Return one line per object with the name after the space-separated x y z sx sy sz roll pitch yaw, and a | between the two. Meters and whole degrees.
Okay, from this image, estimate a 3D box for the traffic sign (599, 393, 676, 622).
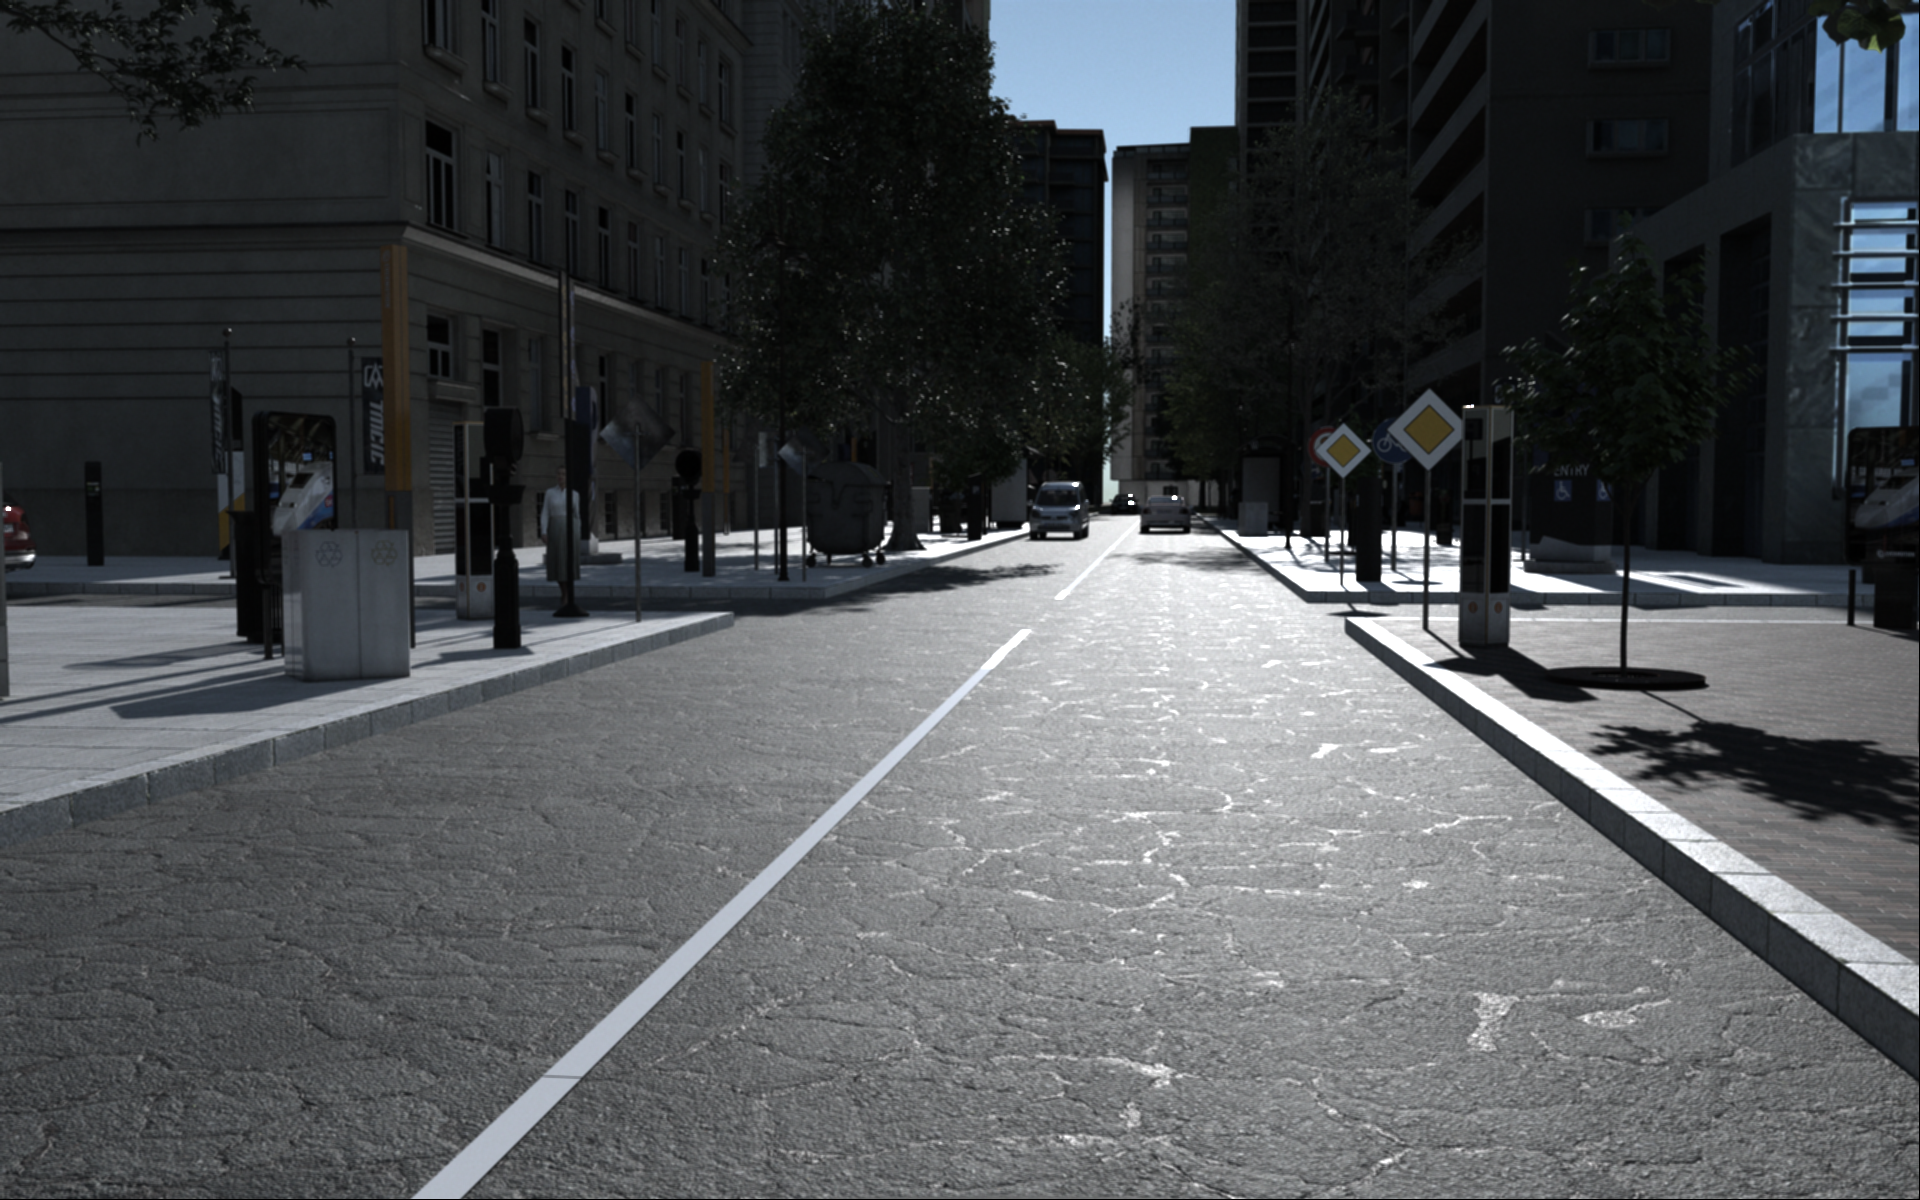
-3.221 -0.836 17.311 0.795 2.450 0.064 0 4 7 | traffic sign

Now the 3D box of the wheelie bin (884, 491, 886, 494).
-3.719 -4.218 76.876 0.693 1.594 0.980 -3 5 -41 | wheelie bin

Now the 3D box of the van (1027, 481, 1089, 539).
3.233 -3.002 56.096 2.013 2.044 4.112 1 4 9 | van

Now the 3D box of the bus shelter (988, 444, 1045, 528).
2.103 -4.520 67.833 2.014 3.302 5.546 0 4 7 | bus shelter

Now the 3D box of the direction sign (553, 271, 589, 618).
-4.083 -1.595 18.071 0.379 3.537 0.876 0 4 -4 | direction sign

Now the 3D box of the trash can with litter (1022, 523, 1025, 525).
2.252 -3.674 71.451 0.624 1.170 1.055 -3 5 -43 | trash can with litter

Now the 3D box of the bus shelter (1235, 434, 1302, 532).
10.760 -4.090 60.788 2.014 3.302 5.546 0 4 7 | bus shelter

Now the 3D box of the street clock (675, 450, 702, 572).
-4.432 -1.469 28.589 0.471 2.002 0.358 1 4 18 | street clock

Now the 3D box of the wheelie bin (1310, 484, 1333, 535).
11.149 -2.811 53.872 0.980 1.594 0.693 3 4 37 | wheelie bin

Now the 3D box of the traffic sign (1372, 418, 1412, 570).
7.287 -1.769 29.031 0.768 2.556 0.104 1 4 14 | traffic sign

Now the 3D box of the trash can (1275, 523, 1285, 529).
12.039 -3.229 64.442 0.748 1.137 0.748 0 3 0 | trash can

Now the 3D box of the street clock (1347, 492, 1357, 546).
9.721 -2.340 42.827 0.471 2.002 0.358 -2 4 -26 | street clock

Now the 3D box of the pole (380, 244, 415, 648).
-4.647 -1.252 14.311 0.158 3.312 0.155 0 3 0 | pole

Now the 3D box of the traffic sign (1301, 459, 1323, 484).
11.977 -3.594 58.873 0.768 2.556 0.104 1 4 13 | traffic sign

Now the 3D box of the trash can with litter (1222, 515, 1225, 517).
15.148 -5.132 94.966 1.678 1.210 2.233 -3 5 -43 | trash can with litter

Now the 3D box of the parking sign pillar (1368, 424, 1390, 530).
14.640 -4.485 61.803 1.447 3.967 1.447 1 4 17 | parking sign pillar

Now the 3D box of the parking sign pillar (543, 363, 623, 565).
-6.945 -2.649 31.785 1.447 3.967 1.447 0 4 -5 | parking sign pillar

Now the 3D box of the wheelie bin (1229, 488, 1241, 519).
14.104 -4.889 87.845 0.693 1.594 0.980 3 5 43 | wheelie bin

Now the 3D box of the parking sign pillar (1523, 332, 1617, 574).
9.976 -2.432 28.241 1.447 3.967 1.447 -2 4 -31 | parking sign pillar

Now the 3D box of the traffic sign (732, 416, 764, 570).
-3.419 -1.776 29.040 0.884 2.594 0.081 1 4 15 | traffic sign

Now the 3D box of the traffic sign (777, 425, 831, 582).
-2.270 -1.321 25.240 0.795 2.450 0.064 0 4 7 | traffic sign

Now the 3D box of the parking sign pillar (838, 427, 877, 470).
-4.129 -5.103 71.899 1.447 3.967 1.447 -1 4 -11 | parking sign pillar

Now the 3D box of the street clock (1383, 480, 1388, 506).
21.123 -5.010 86.486 0.471 2.002 0.358 -3 5 -44 | street clock

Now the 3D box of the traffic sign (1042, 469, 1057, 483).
4.609 -5.451 89.225 0.768 2.556 0.104 0 4 8 | traffic sign

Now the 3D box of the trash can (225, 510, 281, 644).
-5.964 -0.207 15.044 0.748 1.137 0.748 0 3 0 | trash can

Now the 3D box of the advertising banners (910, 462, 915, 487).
-3.469 -6.096 95.851 2.074 3.025 0.090 1 4 20 | advertising banners

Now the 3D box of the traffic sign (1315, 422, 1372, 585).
5.367 -1.264 24.307 0.795 2.450 0.064 0 4 7 | traffic sign

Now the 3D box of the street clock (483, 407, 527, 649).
-3.776 -0.600 14.388 0.358 2.002 0.471 0 4 -2 | street clock

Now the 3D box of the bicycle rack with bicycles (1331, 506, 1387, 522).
18.271 -3.977 78.411 2.925 0.926 2.852 1 4 18 | bicycle rack with bicycles

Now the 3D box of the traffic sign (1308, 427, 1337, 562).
6.963 -2.000 32.801 0.768 2.556 0.104 0 4 8 | traffic sign

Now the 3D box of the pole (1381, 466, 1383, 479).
23.491 -6.283 96.563 0.158 3.312 0.155 0 3 0 | pole

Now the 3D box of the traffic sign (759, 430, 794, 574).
-2.931 -1.559 27.625 0.606 2.300 0.079 1 4 16 | traffic sign

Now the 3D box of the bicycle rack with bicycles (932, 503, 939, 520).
-1.839 -4.410 85.490 2.925 0.926 2.852 -1 4 -17 | bicycle rack with bicycles

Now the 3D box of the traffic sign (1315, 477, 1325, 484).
12.773 -3.801 62.146 0.884 2.594 0.081 1 4 12 | traffic sign

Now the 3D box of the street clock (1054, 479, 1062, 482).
4.826 -4.921 85.023 0.471 2.002 0.358 -2 4 -31 | street clock

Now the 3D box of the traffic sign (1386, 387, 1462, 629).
4.416 -0.779 16.378 0.795 2.450 0.064 0 4 7 | traffic sign

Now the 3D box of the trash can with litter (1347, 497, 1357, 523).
17.387 -3.971 76.316 0.624 1.170 1.055 -1 4 -14 | trash can with litter

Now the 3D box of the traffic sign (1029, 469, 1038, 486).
3.541 -5.397 88.248 0.884 2.594 0.081 1 4 10 | traffic sign

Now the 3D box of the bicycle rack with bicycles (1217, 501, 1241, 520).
14.100 -4.438 85.936 2.852 0.926 2.925 0 4 -1 | bicycle rack with bicycles

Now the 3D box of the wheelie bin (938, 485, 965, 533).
-0.301 -3.009 57.106 0.980 1.594 0.693 2 4 23 | wheelie bin

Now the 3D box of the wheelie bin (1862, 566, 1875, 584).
13.227 -1.029 24.737 0.693 1.594 0.980 3 5 45 | wheelie bin

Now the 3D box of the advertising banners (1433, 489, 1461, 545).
12.801 -2.891 43.455 0.090 3.025 2.074 -3 5 -41 | advertising banners

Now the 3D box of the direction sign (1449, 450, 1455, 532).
16.708 -4.099 59.018 0.379 3.537 0.876 1 4 20 | direction sign
